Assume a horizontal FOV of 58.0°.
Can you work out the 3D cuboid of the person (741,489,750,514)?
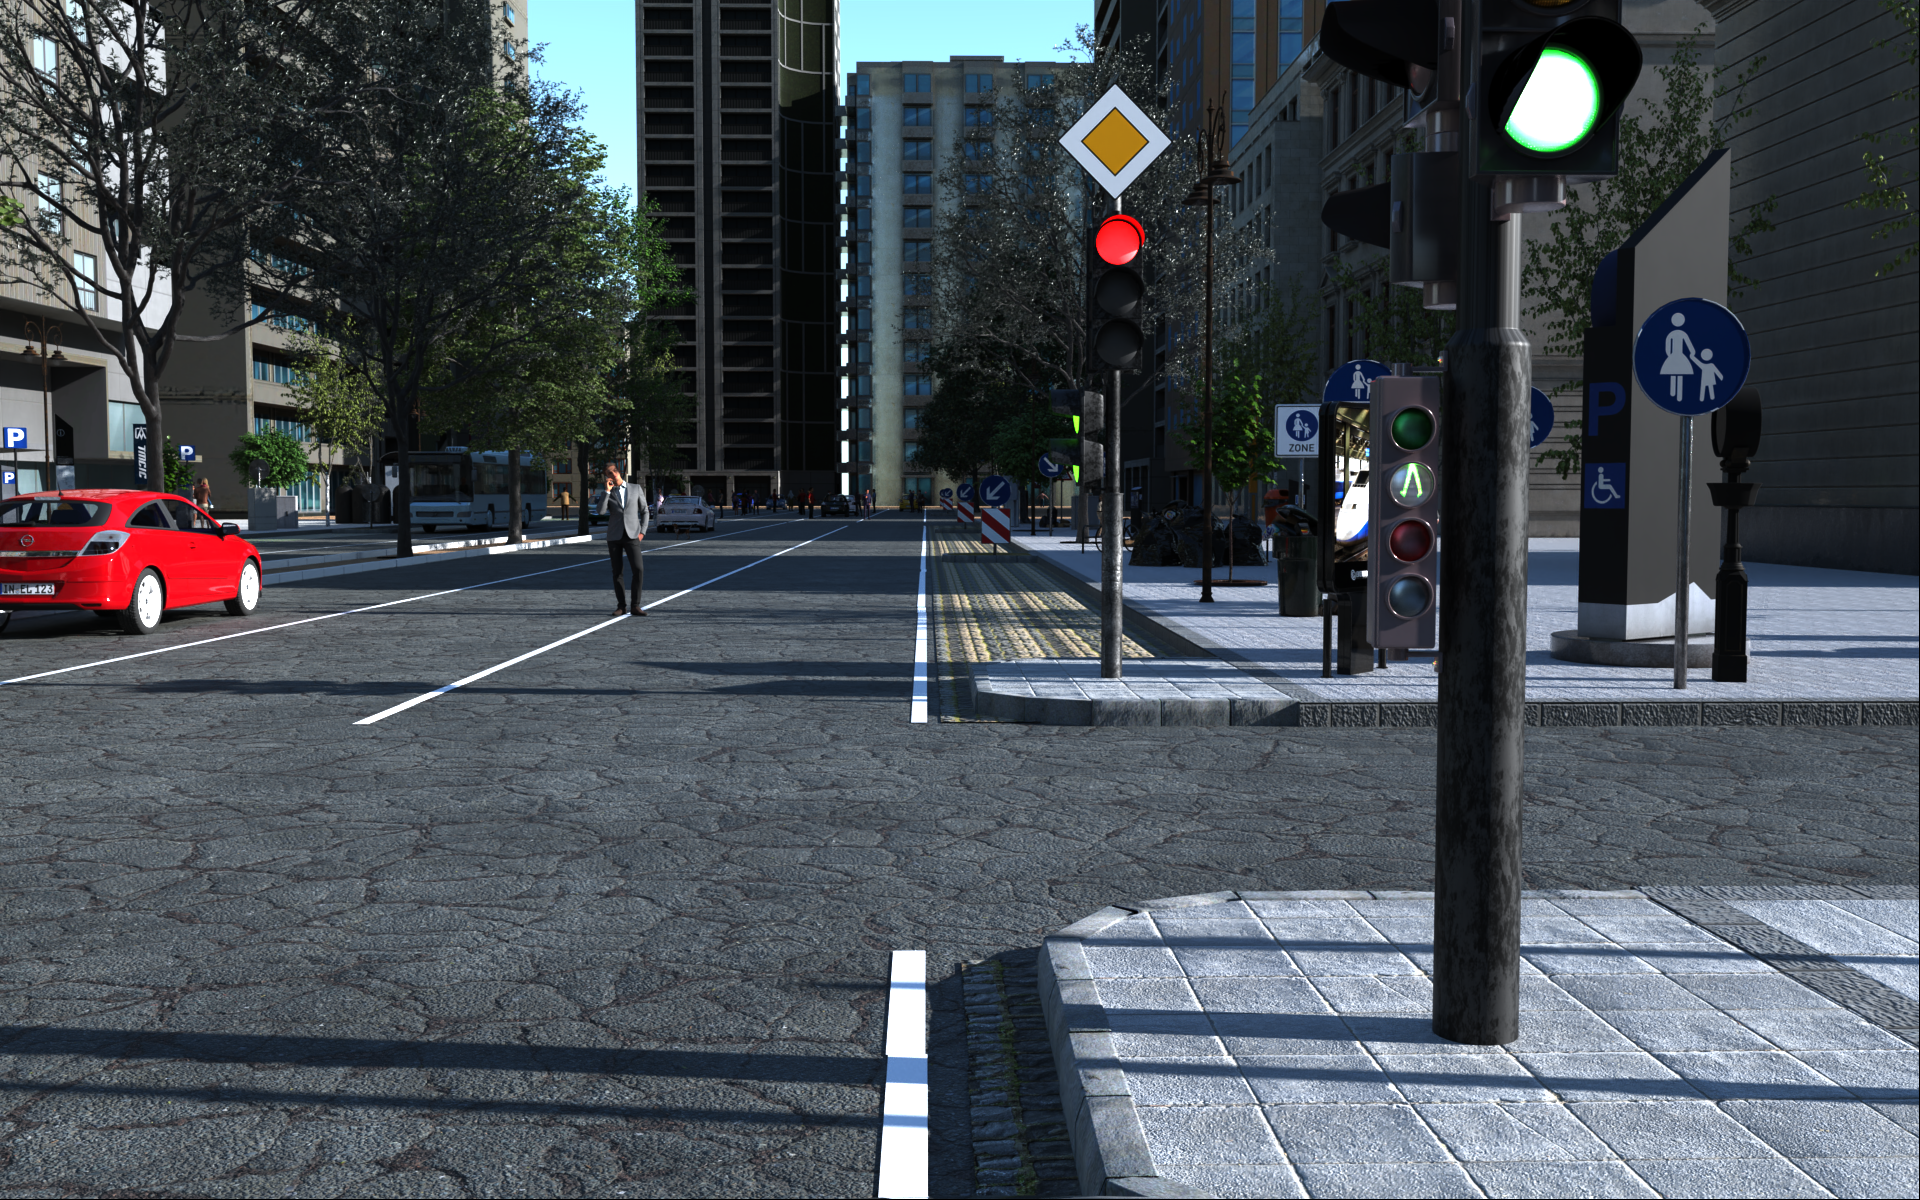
[{"bbox_3d":[-15.627,-7.175,125.839,0.705,1.821,1.348,1,4,20],"label":"person"}]

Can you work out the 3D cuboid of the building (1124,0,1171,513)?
[{"bbox_3d":[22.799,-41.618,118.698,20.563,71.187,20.611,0,4,-1],"label":"building"}]

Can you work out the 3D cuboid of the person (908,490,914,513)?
[{"bbox_3d":[-3.801,-7.657,134.134,0.683,1.767,0.568,3,5,44],"label":"person"}]

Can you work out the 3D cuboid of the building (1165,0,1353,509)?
[{"bbox_3d":[20.079,-27.642,102.058,14.600,45.320,14.200,0,4,-1],"label":"building"}]

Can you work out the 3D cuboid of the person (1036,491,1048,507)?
[{"bbox_3d":[8.064,-9.803,169.494,1.217,1.736,0.721,1,4,10],"label":"person"}]

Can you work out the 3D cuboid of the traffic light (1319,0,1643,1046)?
[{"bbox_3d":[-0.890,-1.785,3.849,4.771,5.953,1.251,0,4,-1],"label":"traffic light"}]

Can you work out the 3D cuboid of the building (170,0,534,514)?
[{"bbox_3d":[-47.517,-31.542,139.415,21.600,48.544,21.300,0,4,-1],"label":"building"}]

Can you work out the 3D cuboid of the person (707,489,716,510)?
[{"bbox_3d":[-16.221,-6.355,113.132,0.721,1.743,1.217,-2,4,-27],"label":"person"}]

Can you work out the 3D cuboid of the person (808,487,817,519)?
[{"bbox_3d":[-8.461,-5.535,98.939,0.705,1.831,1.348,1,4,12],"label":"person"}]

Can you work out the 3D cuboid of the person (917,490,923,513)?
[{"bbox_3d":[-3.122,-7.419,130.334,0.617,1.759,0.750,-3,4,-37],"label":"person"}]

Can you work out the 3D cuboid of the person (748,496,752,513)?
[{"bbox_3d":[-16.314,-7.495,134.266,0.599,1.433,0.991,1,4,12],"label":"person"}]

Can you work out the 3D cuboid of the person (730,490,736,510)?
[{"bbox_3d":[-19.802,-8.696,151.124,0.568,1.767,0.683,-3,5,-43],"label":"person"}]

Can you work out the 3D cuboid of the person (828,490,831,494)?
[{"bbox_3d":[-9.932,-7.568,133.038,0.445,1.727,0.742,-2,4,-31],"label":"person"}]

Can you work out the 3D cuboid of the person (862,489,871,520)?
[{"bbox_3d":[-5.220,-5.352,96.925,0.541,1.710,0.530,0,4,-7],"label":"person"}]

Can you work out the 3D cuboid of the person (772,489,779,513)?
[{"bbox_3d":[-14.147,-7.592,132.574,0.705,1.831,1.348,1,4,11],"label":"person"}]

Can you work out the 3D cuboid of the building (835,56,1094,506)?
[{"bbox_3d":[1.706,-35.019,192.162,30.456,49.044,23.786,0,4,-1],"label":"building"}]

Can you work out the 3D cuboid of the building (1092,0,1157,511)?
[{"bbox_3d":[22.476,-31.629,140.830,21.300,48.544,21.600,0,4,-1],"label":"building"}]

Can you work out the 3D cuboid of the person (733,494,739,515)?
[{"bbox_3d":[-14.974,-6.365,115.804,0.421,1.427,0.697,0,4,1],"label":"person"}]

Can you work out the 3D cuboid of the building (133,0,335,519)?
[{"bbox_3d":[-46.758,-28.909,96.361,21.300,48.544,21.600,0,4,-1],"label":"building"}]

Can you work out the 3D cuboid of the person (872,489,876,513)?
[{"bbox_3d":[-6.556,-7.534,131.659,0.705,1.826,1.348,0,4,-3],"label":"person"}]

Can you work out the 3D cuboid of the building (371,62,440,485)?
[{"bbox_3d":[-43.701,-20.997,115.001,14.160,30.474,14.107,0,4,-1],"label":"building"}]

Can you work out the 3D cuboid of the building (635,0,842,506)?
[{"bbox_3d":[-23.867,-46.011,190.529,20.611,71.187,20.563,0,4,-1],"label":"building"}]

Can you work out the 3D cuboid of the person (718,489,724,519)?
[{"bbox_3d":[-13.970,-5.602,100.806,0.721,1.735,1.217,0,4,-8],"label":"person"}]

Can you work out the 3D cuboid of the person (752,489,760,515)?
[{"bbox_3d":[-14.155,-6.810,120.381,0.617,1.759,0.750,-1,4,-12],"label":"person"}]

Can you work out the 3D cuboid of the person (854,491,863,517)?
[{"bbox_3d":[-6.418,-6.093,109.590,0.415,1.643,0.593,3,5,44],"label":"person"}]

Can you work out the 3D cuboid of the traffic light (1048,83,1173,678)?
[{"bbox_3d":[1.043,-1.412,12.015,0.839,4.253,0.868,0,4,-1],"label":"traffic light"}]

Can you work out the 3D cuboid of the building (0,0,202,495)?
[{"bbox_3d":[-49.178,-29.230,67.149,28.713,52.752,27.495,0,4,-1],"label":"building"}]

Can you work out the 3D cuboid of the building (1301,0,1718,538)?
[{"bbox_3d":[19.772,-13.685,59.901,11.583,22.565,21.152,0,4,-1],"label":"building"}]

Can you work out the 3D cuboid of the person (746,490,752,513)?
[{"bbox_3d":[-16.020,-7.433,130.717,1.217,1.739,0.721,-2,4,-24],"label":"person"}]

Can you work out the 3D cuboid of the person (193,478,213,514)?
[{"bbox_3d":[-25.295,-3.174,57.914,0.573,1.828,0.580,-1,4,-9],"label":"person"}]

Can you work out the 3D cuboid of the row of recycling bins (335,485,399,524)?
[{"bbox_3d":[-25.462,-4.160,75.135,3.534,1.692,1.069,1,4,10],"label":"row of recycling bins"}]

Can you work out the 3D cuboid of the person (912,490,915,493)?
[{"bbox_3d":[-4.070,-9.010,156.349,0.750,1.759,0.617,2,4,33],"label":"person"}]

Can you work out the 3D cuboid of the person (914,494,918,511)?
[{"bbox_3d":[-3.836,-8.350,148.208,0.799,1.438,0.628,-1,4,-9],"label":"person"}]

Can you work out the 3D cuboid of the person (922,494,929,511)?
[{"bbox_3d":[-3.145,-8.262,146.843,1.065,1.426,0.557,0,4,-1],"label":"person"}]

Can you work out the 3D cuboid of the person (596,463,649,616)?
[{"bbox_3d":[-3.966,-0.720,20.449,0.592,1.802,0.473,0,4,6],"label":"person"}]

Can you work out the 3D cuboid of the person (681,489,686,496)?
[{"bbox_3d":[-17.304,-6.093,108.060,0.705,1.831,1.348,-2,4,-34],"label":"person"}]

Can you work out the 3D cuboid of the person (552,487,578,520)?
[{"bbox_3d":[-21.605,-5.268,94.727,1.348,1.812,0.705,-1,4,-16],"label":"person"}]

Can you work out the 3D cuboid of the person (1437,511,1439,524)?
[{"bbox_3d":[6.242,-1.059,23.750,0.661,1.777,0.834,2,4,33],"label":"person"}]

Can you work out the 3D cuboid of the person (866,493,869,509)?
[{"bbox_3d":[-9.008,-9.716,167.342,0.705,1.826,1.348,2,4,32],"label":"person"}]

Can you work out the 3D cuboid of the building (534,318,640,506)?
[{"bbox_3d":[-49.673,-21.381,194.626,28.899,21.520,27.650,0,4,-1],"label":"building"}]

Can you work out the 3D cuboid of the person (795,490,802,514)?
[{"bbox_3d":[-11.845,-7.214,127.280,0.721,1.723,1.217,-2,4,-31],"label":"person"}]

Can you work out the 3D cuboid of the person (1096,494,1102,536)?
[{"bbox_3d":[4.131,-2.446,50.300,0.640,1.303,0.475,2,4,28],"label":"person"}]

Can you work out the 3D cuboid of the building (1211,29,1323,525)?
[{"bbox_3d":[17.838,-13.733,79.294,10.420,20.320,16.860,0,4,-1],"label":"building"}]

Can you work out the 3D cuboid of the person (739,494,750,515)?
[{"bbox_3d":[-14.663,-6.444,117.113,1.065,1.426,0.557,-3,4,-38],"label":"person"}]

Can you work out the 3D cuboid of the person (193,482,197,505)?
[{"bbox_3d":[-30.377,-3.782,68.239,0.716,1.782,0.532,0,4,2],"label":"person"}]

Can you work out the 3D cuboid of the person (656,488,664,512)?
[{"bbox_3d":[-16.148,-5.120,92.879,0.621,1.740,0.551,1,4,13],"label":"person"}]

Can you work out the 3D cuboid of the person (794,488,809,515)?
[{"bbox_3d":[-10.729,-6.687,117.770,1.348,1.831,0.705,3,4,37],"label":"person"}]

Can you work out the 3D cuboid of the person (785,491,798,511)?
[{"bbox_3d":[-14.225,-8.375,146.159,1.217,1.736,0.721,2,4,27],"label":"person"}]

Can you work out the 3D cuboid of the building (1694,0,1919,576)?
[{"bbox_3d":[27.078,-14.143,28.497,25.104,27.353,12.463,0,4,-1],"label":"building"}]

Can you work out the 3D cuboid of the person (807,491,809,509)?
[{"bbox_3d":[-14.199,-9.473,163.902,0.721,1.766,1.217,-1,4,-11],"label":"person"}]
